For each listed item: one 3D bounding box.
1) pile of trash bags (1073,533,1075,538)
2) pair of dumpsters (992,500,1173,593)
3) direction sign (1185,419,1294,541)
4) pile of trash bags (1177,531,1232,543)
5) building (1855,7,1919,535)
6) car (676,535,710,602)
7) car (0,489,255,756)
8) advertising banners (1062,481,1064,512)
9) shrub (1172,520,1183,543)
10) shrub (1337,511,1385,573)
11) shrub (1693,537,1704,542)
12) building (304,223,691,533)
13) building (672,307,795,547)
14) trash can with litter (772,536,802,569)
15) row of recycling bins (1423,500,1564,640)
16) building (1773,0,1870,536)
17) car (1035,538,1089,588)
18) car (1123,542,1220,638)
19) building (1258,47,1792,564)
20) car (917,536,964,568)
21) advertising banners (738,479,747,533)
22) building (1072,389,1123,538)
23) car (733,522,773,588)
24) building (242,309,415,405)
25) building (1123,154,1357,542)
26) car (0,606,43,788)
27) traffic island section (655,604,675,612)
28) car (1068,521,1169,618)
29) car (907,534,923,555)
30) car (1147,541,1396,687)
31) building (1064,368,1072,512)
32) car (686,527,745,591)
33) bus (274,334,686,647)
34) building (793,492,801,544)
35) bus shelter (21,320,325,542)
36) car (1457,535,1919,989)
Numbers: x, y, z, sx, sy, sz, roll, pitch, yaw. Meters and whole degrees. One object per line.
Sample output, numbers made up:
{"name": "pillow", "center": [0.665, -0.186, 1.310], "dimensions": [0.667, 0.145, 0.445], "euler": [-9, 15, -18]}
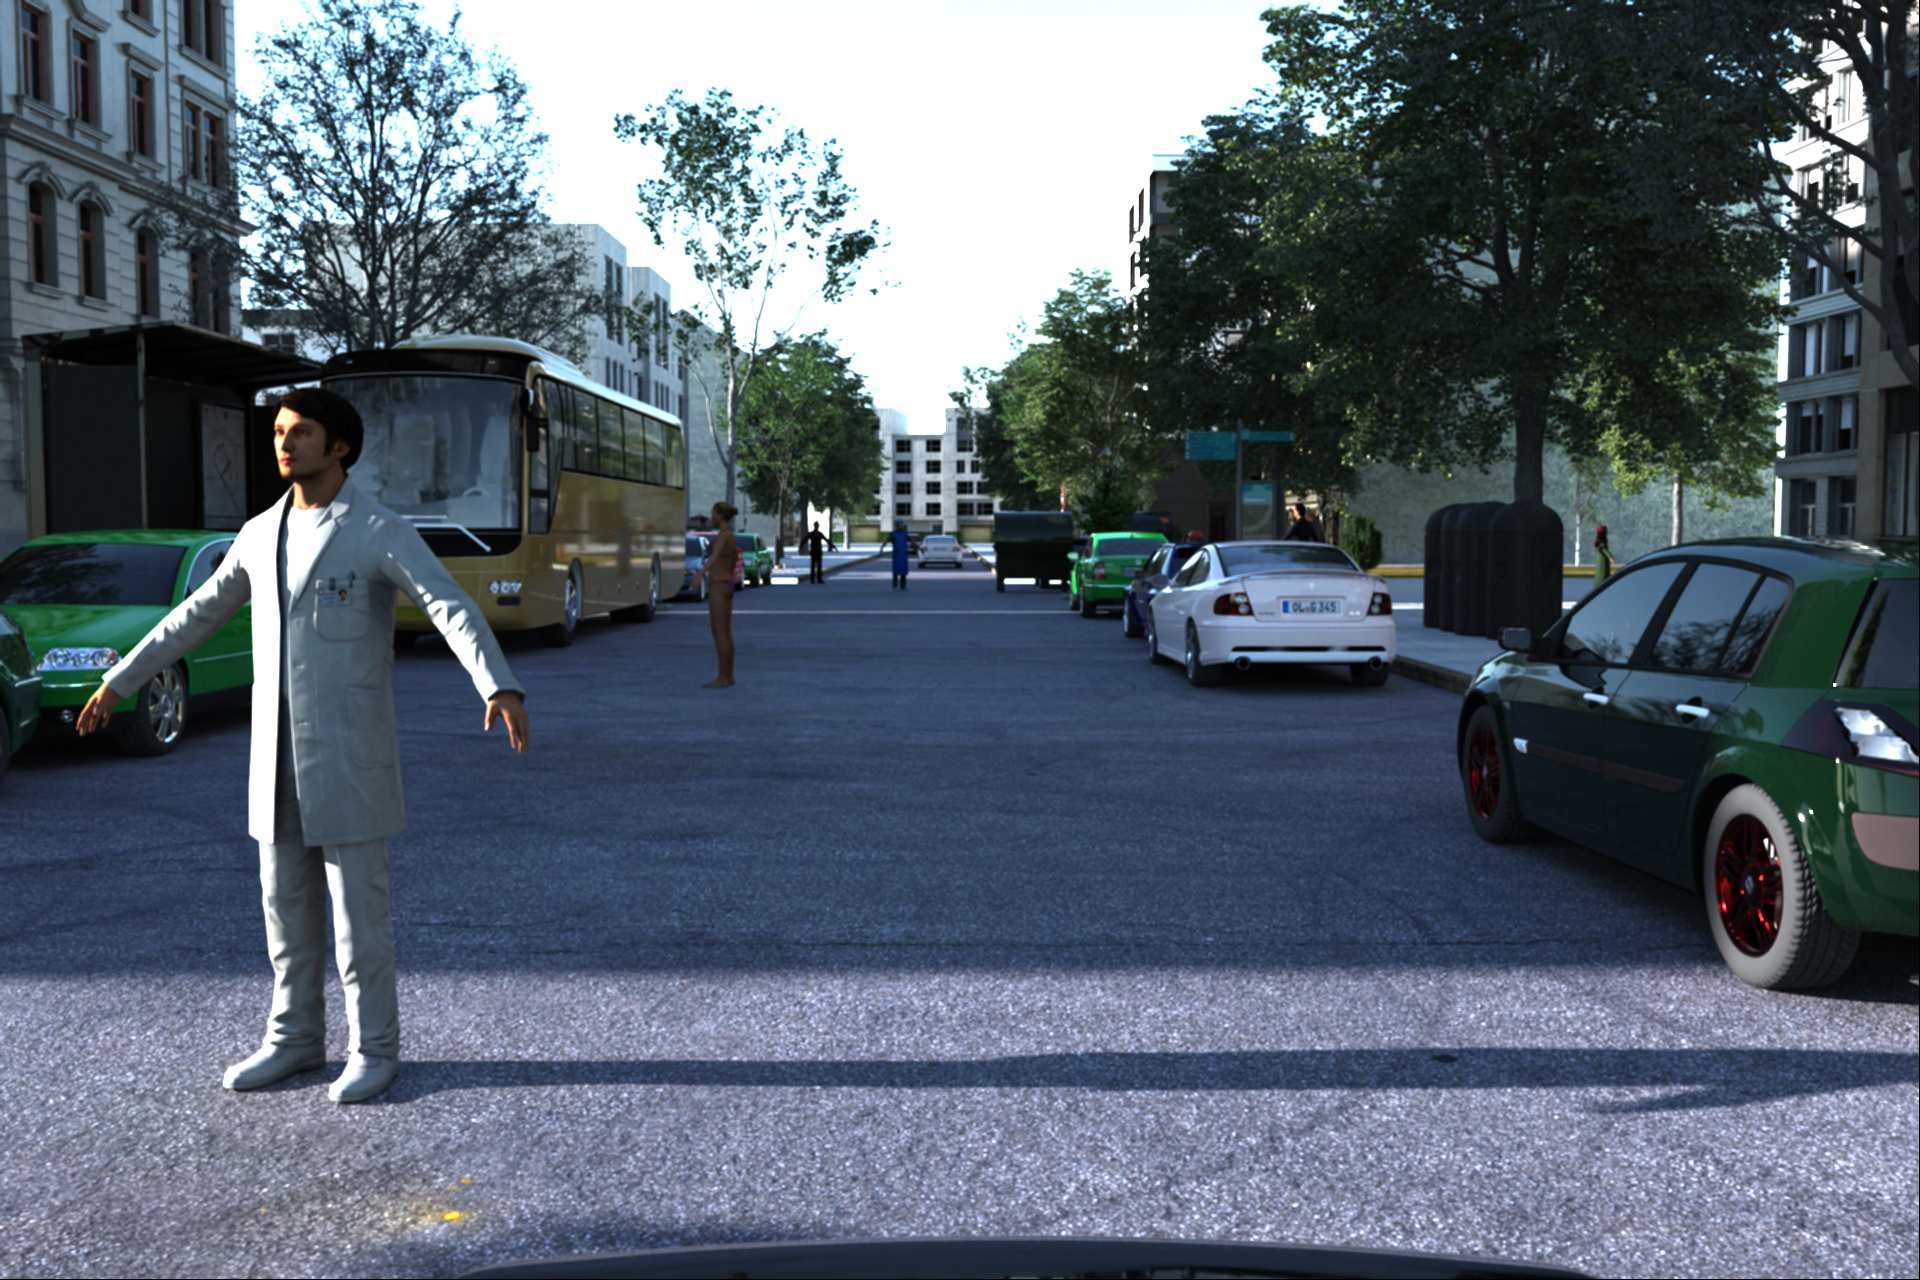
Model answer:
{"name": "pile of trash bags", "center": [3.429, -2.653, 53.125], "dimensions": [1.912, 1.369, 3.447], "euler": [0, 4, -2]}
{"name": "pair of dumpsters", "center": [3.019, -2.323, 42.929], "dimensions": [4.436, 2.255, 1.574], "euler": [0, 4, -1]}
{"name": "direction sign", "center": [6.486, -3.115, 39.692], "dimensions": [2.525, 3.948, 1.411], "euler": [0, 4, 0]}
{"name": "pile of trash bags", "center": [6.248, -2.142, 44.782], "dimensions": [1.912, 1.369, 3.447], "euler": [0, 4, 0]}
{"name": "building", "center": [27.423, -13.067, 16.846], "dimensions": [19.350, 26.588, 34.151], "euler": [0, 4, 0]}
{"name": "car", "center": [-6.259, -1.582, 37.874], "dimensions": [2.014, 1.417, 4.499], "euler": [0, 3, 0]}
{"name": "car", "center": [-6.011, -0.230, 12.563], "dimensions": [1.959, 1.807, 4.718], "euler": [0, 4, 0]}
{"name": "advertising banners", "center": [3.355, -3.776, 57.920], "dimensions": [0.090, 3.025, 2.074], "euler": [0, 4, -1]}
{"name": "shrub", "center": [6.596, -3.226, 57.168], "dimensions": [1.690, 2.028, 1.600], "euler": [0, 3, 0]}
{"name": "shrub", "center": [13.222, -3.257, 57.290], "dimensions": [1.661, 2.075, 1.752], "euler": [0, 3, 0]}
{"name": "shrub", "center": [25.575, -2.973, 59.728], "dimensions": [1.383, 1.207, 1.383], "euler": [0, 3, 0]}
{"name": "building", "center": [-28.799, -15.174, 114.556], "dimensions": [16.747, 18.905, 31.486], "euler": [0, 4, 0]}
{"name": "building", "center": [-27.035, -21.198, 177.520], "dimensions": [19.493, 23.208, 18.063], "euler": [0, 4, -1]}
{"name": "trash can with litter", "center": [-6.675, -3.289, 64.836], "dimensions": [1.678, 1.210, 2.233], "euler": [0, 4, 1]}
{"name": "row of recycling bins", "center": [6.794, -0.932, 22.351], "dimensions": [1.069, 1.692, 3.534], "euler": [0, 4, -1]}
{"name": "building", "center": [27.984, -11.952, 42.096], "dimensions": [8.464, 21.280, 15.925], "euler": [0, 4, 0]}
{"name": "car", "center": [2.944, -2.103, 46.972], "dimensions": [1.945, 1.354, 3.894], "euler": [0, 4, 0]}
{"name": "car", "center": [3.172, -0.625, 22.794], "dimensions": [1.945, 1.354, 3.894], "euler": [0, 4, -2]}
{"name": "building", "center": [25.383, -15.367, 82.181], "dimensions": [19.493, 23.208, 18.063], "euler": [0, 4, -1]}
{"name": "car", "center": [-0.845, -3.761, 73.847], "dimensions": [2.083, 1.381, 4.827], "euler": [0, 4, -1]}
{"name": "advertising banners", "center": [-6.878, -3.588, 54.850], "dimensions": [0.090, 3.025, 2.074], "euler": [0, 4, -1]}
{"name": "building", "center": [21.773, -21.736, 186.314], "dimensions": [19.493, 23.208, 18.063], "euler": [0, 4, 0]}
{"name": "car", "center": [-6.234, -2.379, 47.698], "dimensions": [1.959, 1.807, 4.718], "euler": [0, 3, 0]}
{"name": "building", "center": [-27.663, -8.356, 78.773], "dimensions": [9.099, 9.664, 28.070], "euler": [0, 4, 0]}
{"name": "building", "center": [24.043, -16.268, 109.959], "dimensions": [27.936, 21.610, 32.646], "euler": [0, 4, -1]}
{"name": "car", "center": [-5.986, 0.257, 7.590], "dimensions": [2.131, 1.459, 4.920], "euler": [0, 3, 0]}
{"name": "traffic island section", "center": [-6.442, -0.598, 32.650], "dimensions": [1.991, 0.108, 1.994], "euler": [0, 4, -1]}
{"name": "car", "center": [2.943, -1.354, 30.927], "dimensions": [1.959, 1.807, 4.718], "euler": [0, 4, 0]}
{"name": "car", "center": [-3.091, -5.899, 106.236], "dimensions": [2.009, 1.686, 4.222], "euler": [0, 4, -1]}
{"name": "car", "center": [3.054, -0.324, 17.652], "dimensions": [2.083, 1.381, 4.827], "euler": [0, 4, -1]}
{"name": "building", "center": [24.105, -22.877, 218.016], "dimensions": [27.936, 21.610, 32.646], "euler": [0, 4, -1]}
{"name": "car", "center": [-6.363, -2.042, 42.422], "dimensions": [2.155, 1.783, 4.494], "euler": [0, 4, 0]}
{"name": "bus", "center": [-6.150, -2.056, 25.157], "dimensions": [2.896, 3.916, 12.252], "euler": [0, 4, 0]}
{"name": "building", "center": [-25.336, -21.872, 214.030], "dimensions": [16.016, 20.090, 11.380], "euler": [0, 4, -1]}
{"name": "bus shelter", "center": [-9.561, -1.887, 22.143], "dimensions": [1.731, 3.624, 6.357], "euler": [0, 4, -1]}
{"name": "car", "center": [3.304, 0.179, 6.858], "dimensions": [2.009, 1.686, 4.222], "euler": [0, 4, -1]}
